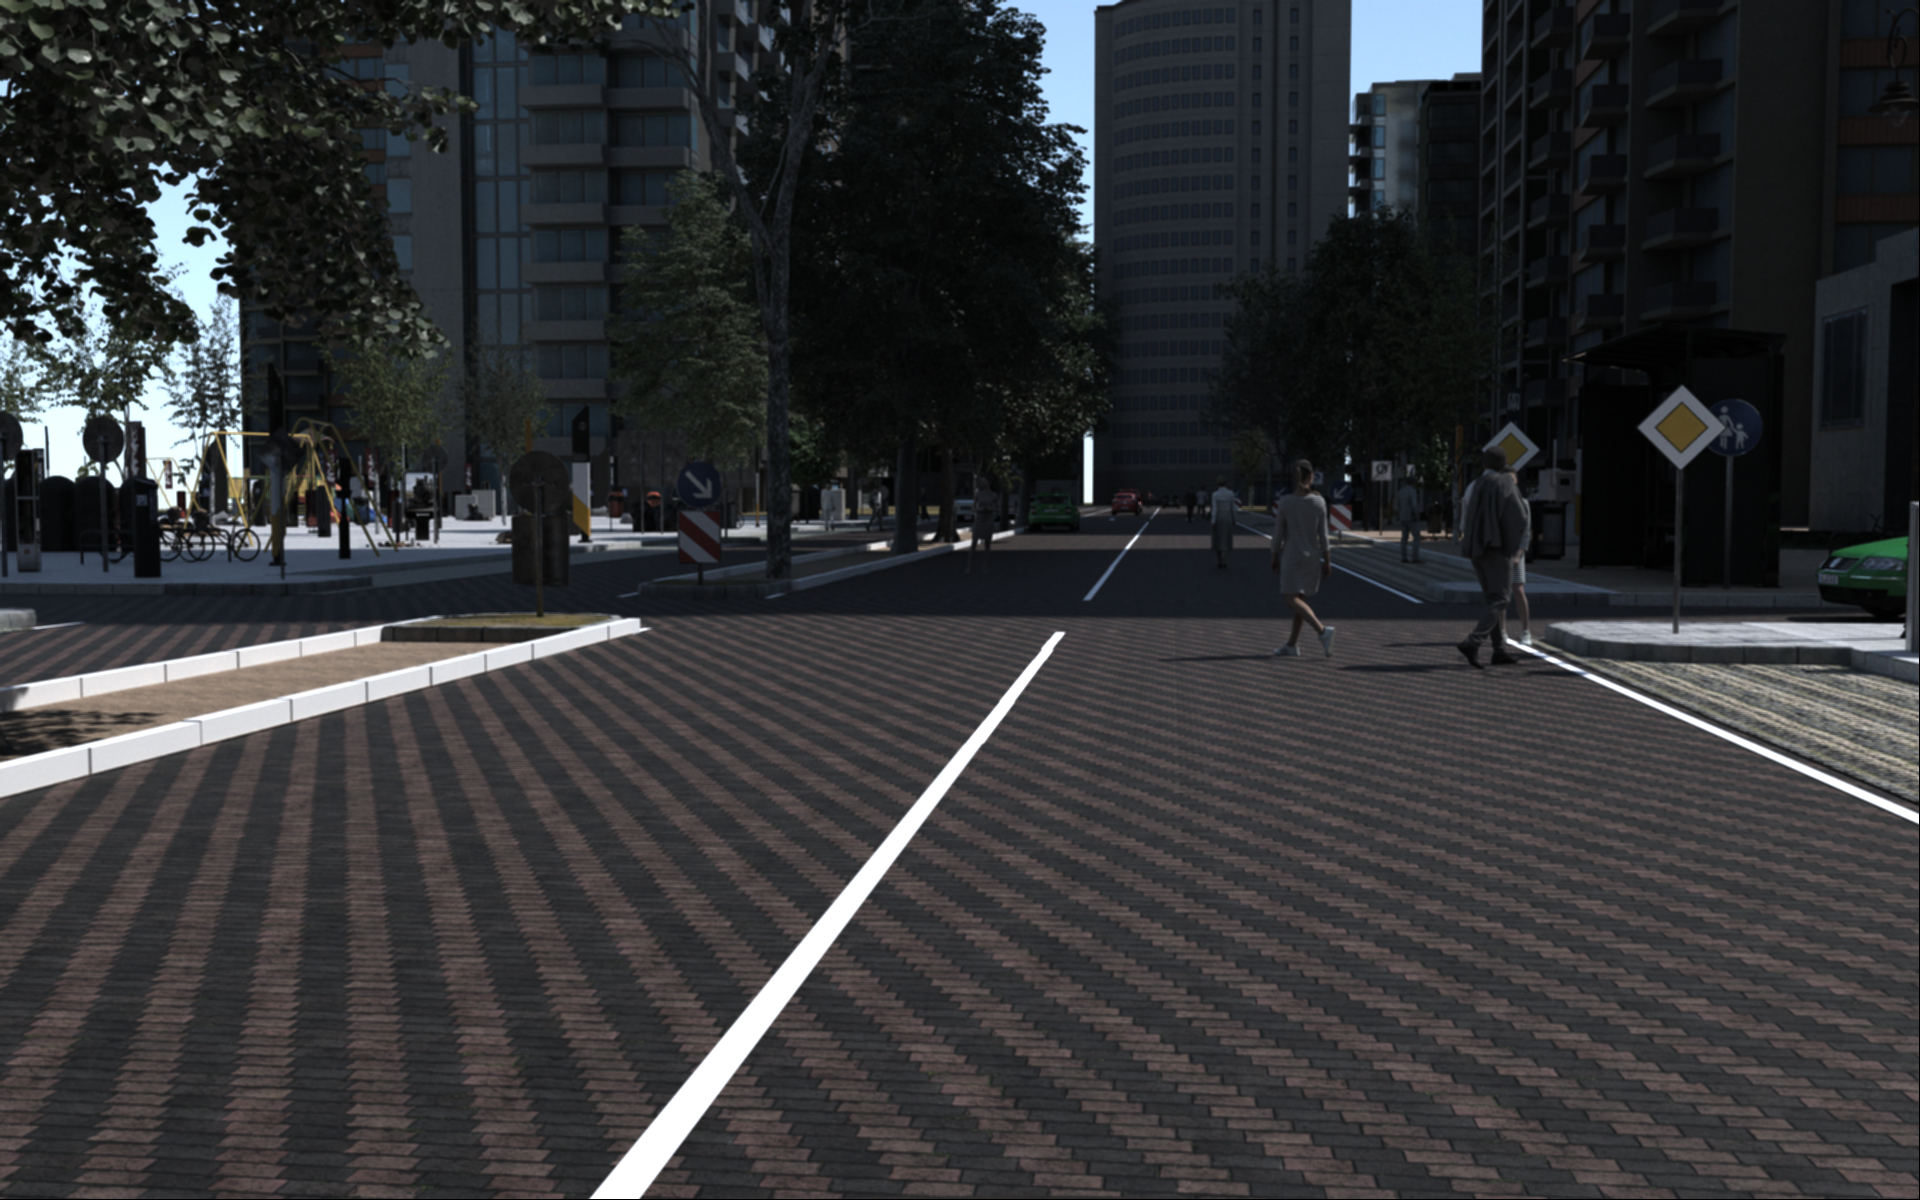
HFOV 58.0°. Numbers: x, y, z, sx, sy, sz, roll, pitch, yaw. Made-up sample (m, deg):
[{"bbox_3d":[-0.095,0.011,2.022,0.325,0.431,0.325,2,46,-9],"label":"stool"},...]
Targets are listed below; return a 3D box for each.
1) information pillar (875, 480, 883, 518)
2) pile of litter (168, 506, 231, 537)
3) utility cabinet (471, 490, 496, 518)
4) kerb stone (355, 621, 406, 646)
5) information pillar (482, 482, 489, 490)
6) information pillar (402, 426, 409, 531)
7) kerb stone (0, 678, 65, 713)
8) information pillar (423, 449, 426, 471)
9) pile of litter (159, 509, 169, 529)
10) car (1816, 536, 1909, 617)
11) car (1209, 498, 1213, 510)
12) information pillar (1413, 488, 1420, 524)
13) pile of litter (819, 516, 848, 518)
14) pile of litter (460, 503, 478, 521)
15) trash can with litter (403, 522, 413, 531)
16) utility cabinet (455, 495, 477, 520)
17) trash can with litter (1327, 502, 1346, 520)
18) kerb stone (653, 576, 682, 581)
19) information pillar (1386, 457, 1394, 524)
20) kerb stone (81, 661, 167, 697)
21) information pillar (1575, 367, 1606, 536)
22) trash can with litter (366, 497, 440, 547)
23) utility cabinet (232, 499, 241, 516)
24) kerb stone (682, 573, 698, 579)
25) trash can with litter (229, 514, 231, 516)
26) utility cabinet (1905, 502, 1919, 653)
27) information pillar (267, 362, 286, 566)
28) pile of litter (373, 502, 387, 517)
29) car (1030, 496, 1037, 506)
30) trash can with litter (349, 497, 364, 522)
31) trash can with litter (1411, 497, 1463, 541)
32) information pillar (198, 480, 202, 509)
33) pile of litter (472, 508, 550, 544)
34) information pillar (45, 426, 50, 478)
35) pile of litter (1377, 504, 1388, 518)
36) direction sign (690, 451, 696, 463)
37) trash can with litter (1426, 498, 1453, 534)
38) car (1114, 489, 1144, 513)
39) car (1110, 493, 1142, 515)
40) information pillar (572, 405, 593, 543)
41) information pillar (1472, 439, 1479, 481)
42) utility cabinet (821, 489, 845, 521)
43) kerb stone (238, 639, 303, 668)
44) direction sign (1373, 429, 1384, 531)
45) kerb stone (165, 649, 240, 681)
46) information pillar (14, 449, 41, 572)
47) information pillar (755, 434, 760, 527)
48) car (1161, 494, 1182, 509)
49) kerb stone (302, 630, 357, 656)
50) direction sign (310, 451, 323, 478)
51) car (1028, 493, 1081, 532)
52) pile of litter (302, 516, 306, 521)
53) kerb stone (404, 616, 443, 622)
[{"bbox_3d":[-4.382,-5.458,93.738,0.304,2.012,0.304,1,4,20],"label":"information pillar"},{"bbox_3d":[-22.931,-2.357,52.506,1.719,0.858,1.176,-1,4,-21],"label":"pile of litter"},{"bbox_3d":[-25.278,-5.089,91.891,1.173,1.500,0.318,0,4,1],"label":"utility cabinet"},{"bbox_3d":[-5.644,0.339,16.686,0.120,0.150,1.000,0,4,7],"label":"kerb stone"},{"bbox_3d":[-28.020,-5.985,102.345,0.304,2.012,0.304,3,5,39],"label":"information pillar"},{"bbox_3d":[-19.093,-4.174,59.600,0.183,3.616,0.504,-2,4,-24],"label":"information pillar"},{"bbox_3d":[-6.258,0.648,11.600,0.120,0.150,1.000,0,4,7],"label":"kerb stone"},{"bbox_3d":[-28.198,-6.108,91.221,0.183,3.616,0.504,-1,4,-9],"label":"information pillar"},{"bbox_3d":[-28.625,-2.996,62.954,1.719,0.858,1.176,0,4,8],"label":"pile of litter"},{"bbox_3d":[12.112,-0.642,19.293,4.718,1.807,1.959,0,4,5],"label":"car"},{"bbox_3d":[23.327,-8.905,155.380,2.009,1.686,4.222,1,4,8],"label":"car"},{"bbox_3d":[19.140,-4.180,72.829,0.304,2.012,0.304,-1,4,-9],"label":"information pillar"},{"bbox_3d":[-6.899,-4.843,93.146,1.719,0.858,1.176,2,4,24],"label":"pile of litter"},{"bbox_3d":[-23.204,-4.225,83.051,1.719,0.858,1.176,3,4,39],"label":"pile of litter"},{"bbox_3d":[-19.115,-3.016,60.694,1.055,1.170,0.624,-1,4,-20],"label":"trash can with litter"},{"bbox_3d":[-24.464,-4.564,85.789,1.020,1.237,0.306,0,4,-3],"label":"utility cabinet"},{"bbox_3d":[19.133,-4.584,86.006,1.678,1.210,2.233,-1,4,-18],"label":"trash can with litter"},{"bbox_3d":[-4.464,-0.256,26.375,0.120,0.150,1.000,0,4,7],"label":"kerb stone"},{"bbox_3d":[18.241,-5.015,73.346,0.183,3.616,0.504,2,4,28],"label":"information pillar"},{"bbox_3d":[-6.138,0.587,12.616,0.120,0.150,1.000,0,4,7],"label":"kerb stone"},{"bbox_3d":[11.574,-2.471,31.759,0.504,3.616,0.183,1,4,11],"label":"information pillar"},{"bbox_3d":[-13.699,-1.921,42.461,1.678,1.210,2.233,-1,4,-21],"label":"trash can with litter"},{"bbox_3d":[-42.765,-5.733,102.413,0.318,1.500,1.173,-1,4,-12],"label":"utility cabinet"},{"bbox_3d":[-4.338,-0.313,27.392,0.120,0.150,1.000,0,4,7],"label":"kerb stone"},{"bbox_3d":[-40.926,-5.141,95.110,2.233,1.210,1.678,0,4,6],"label":"trash can with litter"},{"bbox_3d":[8.212,-0.168,13.913,1.020,1.237,0.306,1,4,19],"label":"utility cabinet"},{"bbox_3d":[-12.264,-2.431,31.097,0.183,3.616,0.504,0,4,0],"label":"information pillar"},{"bbox_3d":[-33.050,-5.127,97.784,1.719,0.858,1.176,-1,4,-18],"label":"pile of litter"},{"bbox_3d":[5.221,-6.441,117.897,1.945,1.354,3.894,1,4,8],"label":"car"},{"bbox_3d":[-27.800,-4.156,79.343,1.055,1.170,0.624,2,4,28],"label":"trash can with litter"},{"bbox_3d":[13.281,-2.254,47.904,2.233,1.210,1.678,-2,4,-24],"label":"trash can with litter"},{"bbox_3d":[-39.538,-5.257,90.440,0.304,2.012,0.304,0,4,6],"label":"information pillar"},{"bbox_3d":[-11.553,-1.904,45.095,1.176,0.858,1.719,3,5,43],"label":"pile of litter"},{"bbox_3d":[-31.155,-4.147,59.160,0.183,3.616,0.504,-2,4,-30],"label":"information pillar"},{"bbox_3d":[22.399,-4.800,92.449,1.176,0.858,1.719,2,4,29],"label":"pile of litter"},{"bbox_3d":[-13.677,-5.920,88.795,0.379,3.537,0.876,1,4,12],"label":"direction sign"},{"bbox_3d":[15.633,-2.737,56.133,1.055,1.170,0.624,1,4,18],"label":"trash can with litter"},{"bbox_3d":[12.899,-7.566,132.374,2.281,1.827,5.304,0,4,5],"label":"car"},{"bbox_3d":[11.263,-6.646,117.698,2.155,1.783,4.494,0,4,7],"label":"car"},{"bbox_3d":[-9.968,-3.319,45.627,0.504,3.616,0.183,1,4,19],"label":"information pillar"},{"bbox_3d":[21.817,-5.016,73.361,0.183,3.616,0.504,-1,4,-10],"label":"information pillar"},{"bbox_3d":[-5.895,-4.391,80.473,1.173,1.500,0.318,2,4,31],"label":"utility cabinet"},{"bbox_3d":[-5.888,0.461,14.653,0.120,0.150,1.000,0,4,7],"label":"kerb stone"},{"bbox_3d":[14.746,-4.217,60.953,0.379,3.537,0.876,0,4,-2],"label":"direction sign"},{"bbox_3d":[-6.017,0.527,13.639,0.120,0.150,1.000,0,4,7],"label":"kerb stone"},{"bbox_3d":[-15.362,-1.471,28.537,0.304,2.012,0.304,-1,4,-17],"label":"information pillar"},{"bbox_3d":[-7.926,-4.671,67.727,0.183,3.616,0.504,0,4,-5],"label":"information pillar"},{"bbox_3d":[20.774,-9.818,170.308,2.009,1.686,4.222,0,4,7],"label":"car"},{"bbox_3d":[-5.767,0.403,15.668,0.120,0.150,1.000,0,4,7],"label":"kerb stone"},{"bbox_3d":[-34.183,-6.115,91.977,0.379,3.537,0.876,2,4,35],"label":"direction sign"},{"bbox_3d":[3.663,-3.544,66.744,1.959,1.807,4.718,0,4,7],"label":"car"},{"bbox_3d":[-30.625,-4.157,81.929,1.176,0.858,1.719,1,4,11],"label":"pile of litter"},{"bbox_3d":[-5.518,0.275,17.700,0.120,0.150,1.000,0,4,7],"label":"kerb stone"}]
